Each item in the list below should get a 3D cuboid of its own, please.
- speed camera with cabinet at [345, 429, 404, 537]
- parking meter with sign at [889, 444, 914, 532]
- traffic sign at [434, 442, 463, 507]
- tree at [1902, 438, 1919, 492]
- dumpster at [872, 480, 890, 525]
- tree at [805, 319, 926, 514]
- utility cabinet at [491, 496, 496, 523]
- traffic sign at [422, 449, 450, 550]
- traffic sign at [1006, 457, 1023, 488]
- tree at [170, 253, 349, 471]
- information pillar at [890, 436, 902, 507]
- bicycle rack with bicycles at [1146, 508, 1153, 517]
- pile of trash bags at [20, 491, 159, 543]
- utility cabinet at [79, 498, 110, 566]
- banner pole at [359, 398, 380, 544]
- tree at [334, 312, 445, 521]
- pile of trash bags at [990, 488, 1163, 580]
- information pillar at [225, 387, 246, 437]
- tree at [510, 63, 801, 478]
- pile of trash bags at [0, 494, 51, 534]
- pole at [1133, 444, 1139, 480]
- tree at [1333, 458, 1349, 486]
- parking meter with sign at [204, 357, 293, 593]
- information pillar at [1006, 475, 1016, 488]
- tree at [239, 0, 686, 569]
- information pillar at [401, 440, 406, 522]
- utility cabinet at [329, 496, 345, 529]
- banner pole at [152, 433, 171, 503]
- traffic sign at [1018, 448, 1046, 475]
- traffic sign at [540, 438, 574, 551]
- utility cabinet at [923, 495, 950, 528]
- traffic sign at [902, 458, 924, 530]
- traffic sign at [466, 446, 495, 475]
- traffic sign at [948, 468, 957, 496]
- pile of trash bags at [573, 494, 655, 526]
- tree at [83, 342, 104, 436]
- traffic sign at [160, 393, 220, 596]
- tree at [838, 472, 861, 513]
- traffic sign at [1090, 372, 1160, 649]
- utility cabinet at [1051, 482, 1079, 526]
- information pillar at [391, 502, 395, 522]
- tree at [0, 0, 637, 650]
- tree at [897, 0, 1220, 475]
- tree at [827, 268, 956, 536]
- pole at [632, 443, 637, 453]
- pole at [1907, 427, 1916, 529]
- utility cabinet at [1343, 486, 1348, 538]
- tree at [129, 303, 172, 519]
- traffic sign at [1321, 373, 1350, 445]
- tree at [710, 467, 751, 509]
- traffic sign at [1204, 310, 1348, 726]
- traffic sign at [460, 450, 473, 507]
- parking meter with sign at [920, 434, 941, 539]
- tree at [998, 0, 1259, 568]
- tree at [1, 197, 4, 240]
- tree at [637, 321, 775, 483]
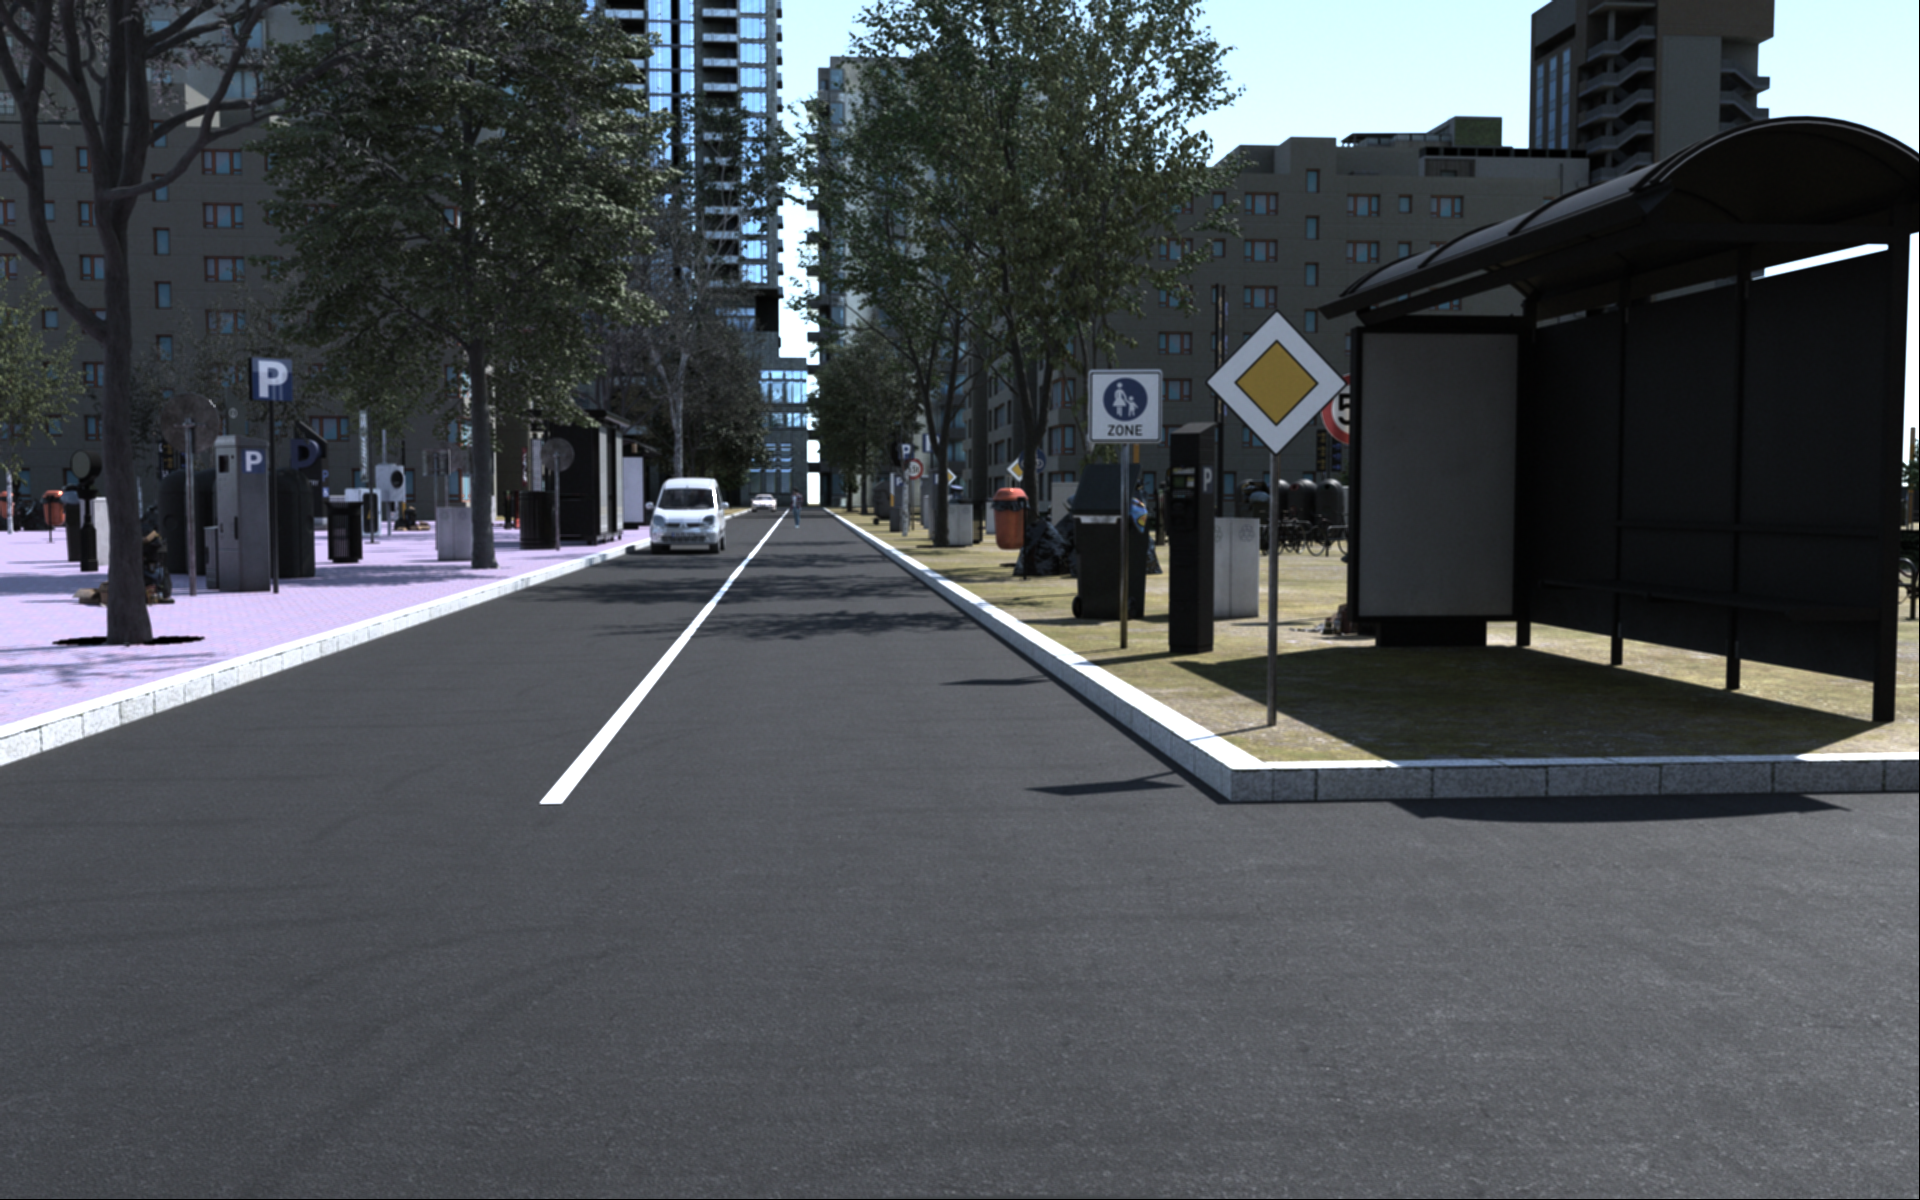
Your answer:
[{"bbox_3d":[-17.640,-3.540,52.218,0.660,3.252,2.038,1,4,21],"label":"speed camera with cabinet"},{"bbox_3d":[-2.007,-3.836,58.975,0.543,3.016,1.738,1,4,11],"label":"parking meter with sign"},{"bbox_3d":[-12.445,-2.565,42.038,0.768,2.556,0.104,0,4,-3],"label":"traffic sign"},{"bbox_3d":[28.555,-3.478,51.461,1.663,3.219,1.824,0,3,0],"label":"tree"},{"bbox_3d":[-3.039,-4.118,73.093,1.264,1.857,1.865,0,4,-5],"label":"dumpster"},{"bbox_3d":[-6.097,-11.856,111.972,7.486,12.596,7.792,0,3,0],"label":"tree"},{"bbox_3d":[-21.092,-4.073,77.749,0.306,1.237,1.020,0,4,-3],"label":"utility cabinet"},{"bbox_3d":[-11.952,-2.288,39.534,0.606,2.300,0.079,0,4,-3],"label":"traffic sign"},{"bbox_3d":[1.809,-3.163,52.907,0.795,2.450,0.064,0,4,1],"label":"traffic sign"},{"bbox_3d":[-21.249,-6.322,53.732,4.360,8.622,3.978,0,3,0],"label":"tree"},{"bbox_3d":[-2.470,-4.660,67.549,0.504,3.616,0.183,-1,4,-17],"label":"information pillar"},{"bbox_3d":[7.417,-4.241,82.730,2.852,0.926,2.925,-3,4,-37],"label":"bicycle rack with bicycles"},{"bbox_3d":[-22.590,-2.212,45.922,3.447,1.369,1.912,0,4,-1],"label":"pile of trash bags"},{"bbox_3d":[-15.392,-1.228,31.234,0.306,1.237,1.020,1,4,10],"label":"utility cabinet"},{"bbox_3d":[-15.438,-3.368,45.091,0.401,3.779,0.863,-3,5,-43],"label":"banner pole"},{"bbox_3d":[-22.850,-7.270,69.235,4.737,8.622,4.395,0,3,0],"label":"tree"},{"bbox_3d":[1.631,-1.060,27.082,1.912,1.369,3.447,3,4,37],"label":"pile of trash bags"},{"bbox_3d":[-15.959,-2.864,38.189,0.183,3.616,0.504,2,4,25],"label":"information pillar"},{"bbox_3d":[-13.647,-13.517,76.897,12.611,20.169,13.585,0,3,0],"label":"tree"},{"bbox_3d":[-32.837,-3.097,60.392,1.912,1.369,3.447,-1,4,-16],"label":"pile of trash bags"},{"bbox_3d":[5.471,-3.669,53.837,0.158,3.312,0.155,0,3,0],"label":"pole"},{"bbox_3d":[18.120,-5.172,79.163,1.663,3.219,1.824,0,3,0],"label":"tree"},{"bbox_3d":[-9.455,-1.626,22.853,1.738,3.016,0.543,3,5,42],"label":"parking meter with sign"},{"bbox_3d":[1.992,-3.851,67.456,0.304,2.012,0.304,-3,5,-39],"label":"information pillar"},{"bbox_3d":[-8.335,-6.791,29.165,7.486,12.596,7.792,0,3,0],"label":"tree"},{"bbox_3d":[-24.211,-5.137,75.338,0.183,3.616,0.504,-2,4,-26],"label":"information pillar"},{"bbox_3d":[-23.143,-3.267,64.571,1.020,1.237,0.306,2,4,26],"label":"utility cabinet"},{"bbox_3d":[-32.599,-4.933,70.676,0.863,3.779,0.401,-2,4,-32],"label":"banner pole"},{"bbox_3d":[1.942,-2.855,46.787,0.768,2.556,0.104,0,4,-5],"label":"traffic sign"},{"bbox_3d":[-9.144,-2.398,39.318,0.768,2.556,0.104,0,4,-1],"label":"traffic sign"},{"bbox_3d":[-0.882,-3.260,64.459,1.020,1.237,0.306,3,4,36],"label":"utility cabinet"},{"bbox_3d":[-1.668,-3.744,61.318,0.768,2.556,0.104,0,4,1],"label":"traffic sign"},{"bbox_3d":[-10.187,-2.120,36.798,0.606,2.300,0.079,0,4,1],"label":"traffic sign"},{"bbox_3d":[-0.531,-4.636,76.988,0.795,2.450,0.064,0,4,-4],"label":"traffic sign"},{"bbox_3d":[-13.950,-3.655,69.517,3.447,1.369,1.912,-3,4,-36],"label":"pile of trash bags"},{"bbox_3d":[-36.800,-7.773,77.450,4.360,8.622,3.978,0,3,0],"label":"tree"},{"bbox_3d":[-9.691,-1.327,21.808,0.768,2.556,0.104,0,4,1],"label":"traffic sign"},{"bbox_3d":[-7.419,-7.683,120.223,1.663,3.219,1.824,0,3,0],"label":"tree"},{"bbox_3d":[1.360,-0.746,14.323,0.606,2.300,0.079,0,4,4],"label":"traffic sign"},{"bbox_3d":[2.213,-1.444,32.287,0.318,1.500,1.173,-3,4,-39],"label":"utility cabinet"},{"bbox_3d":[-26.435,-4.646,80.447,0.304,2.012,0.304,-3,5,-41],"label":"information pillar"},{"bbox_3d":[-7.272,-6.363,14.409,12.009,13.543,11.850,0,3,0],"label":"tree"},{"bbox_3d":[1.470,-4.383,22.029,4.737,8.622,4.395,0,3,0],"label":"tree"},{"bbox_3d":[-1.777,-6.261,52.722,4.360,8.622,3.978,0,3,0],"label":"tree"},{"bbox_3d":[-12.780,-4.539,68.054,0.158,3.312,0.155,0,3,0],"label":"pole"},{"bbox_3d":[28.897,-3.595,52.615,0.158,3.312,0.155,0,3,0],"label":"pole"},{"bbox_3d":[11.489,-2.515,49.793,1.173,1.500,0.318,0,4,5],"label":"utility cabinet"},{"bbox_3d":[-27.975,-6.939,63.819,4.360,8.622,3.978,0,3,0],"label":"tree"},{"bbox_3d":[4.166,-1.110,18.249,0.768,2.556,0.104,0,4,0],"label":"traffic sign"},{"bbox_3d":[-19.525,-9.974,146.784,4.285,4.588,4.351,0,3,0],"label":"tree"},{"bbox_3d":[1.725,-0.360,9.537,0.795,2.450,0.064,0,4,-5],"label":"traffic sign"},{"bbox_3d":[-12.874,-2.787,45.673,0.768,2.556,0.104,0,4,-1],"label":"traffic sign"},{"bbox_3d":[-0.670,-3.238,49.206,0.543,3.016,1.738,-1,4,-10],"label":"parking meter with sign"},{"bbox_3d":[1.340,-6.405,30.482,9.928,11.665,9.643,0,3,0],"label":"tree"},{"bbox_3d":[-23.319,-5.458,39.601,4.737,8.622,4.395,0,3,0],"label":"tree"},{"bbox_3d":[-16.110,-11.721,108.646,9.611,12.733,9.660,0,3,0],"label":"tree"}]
